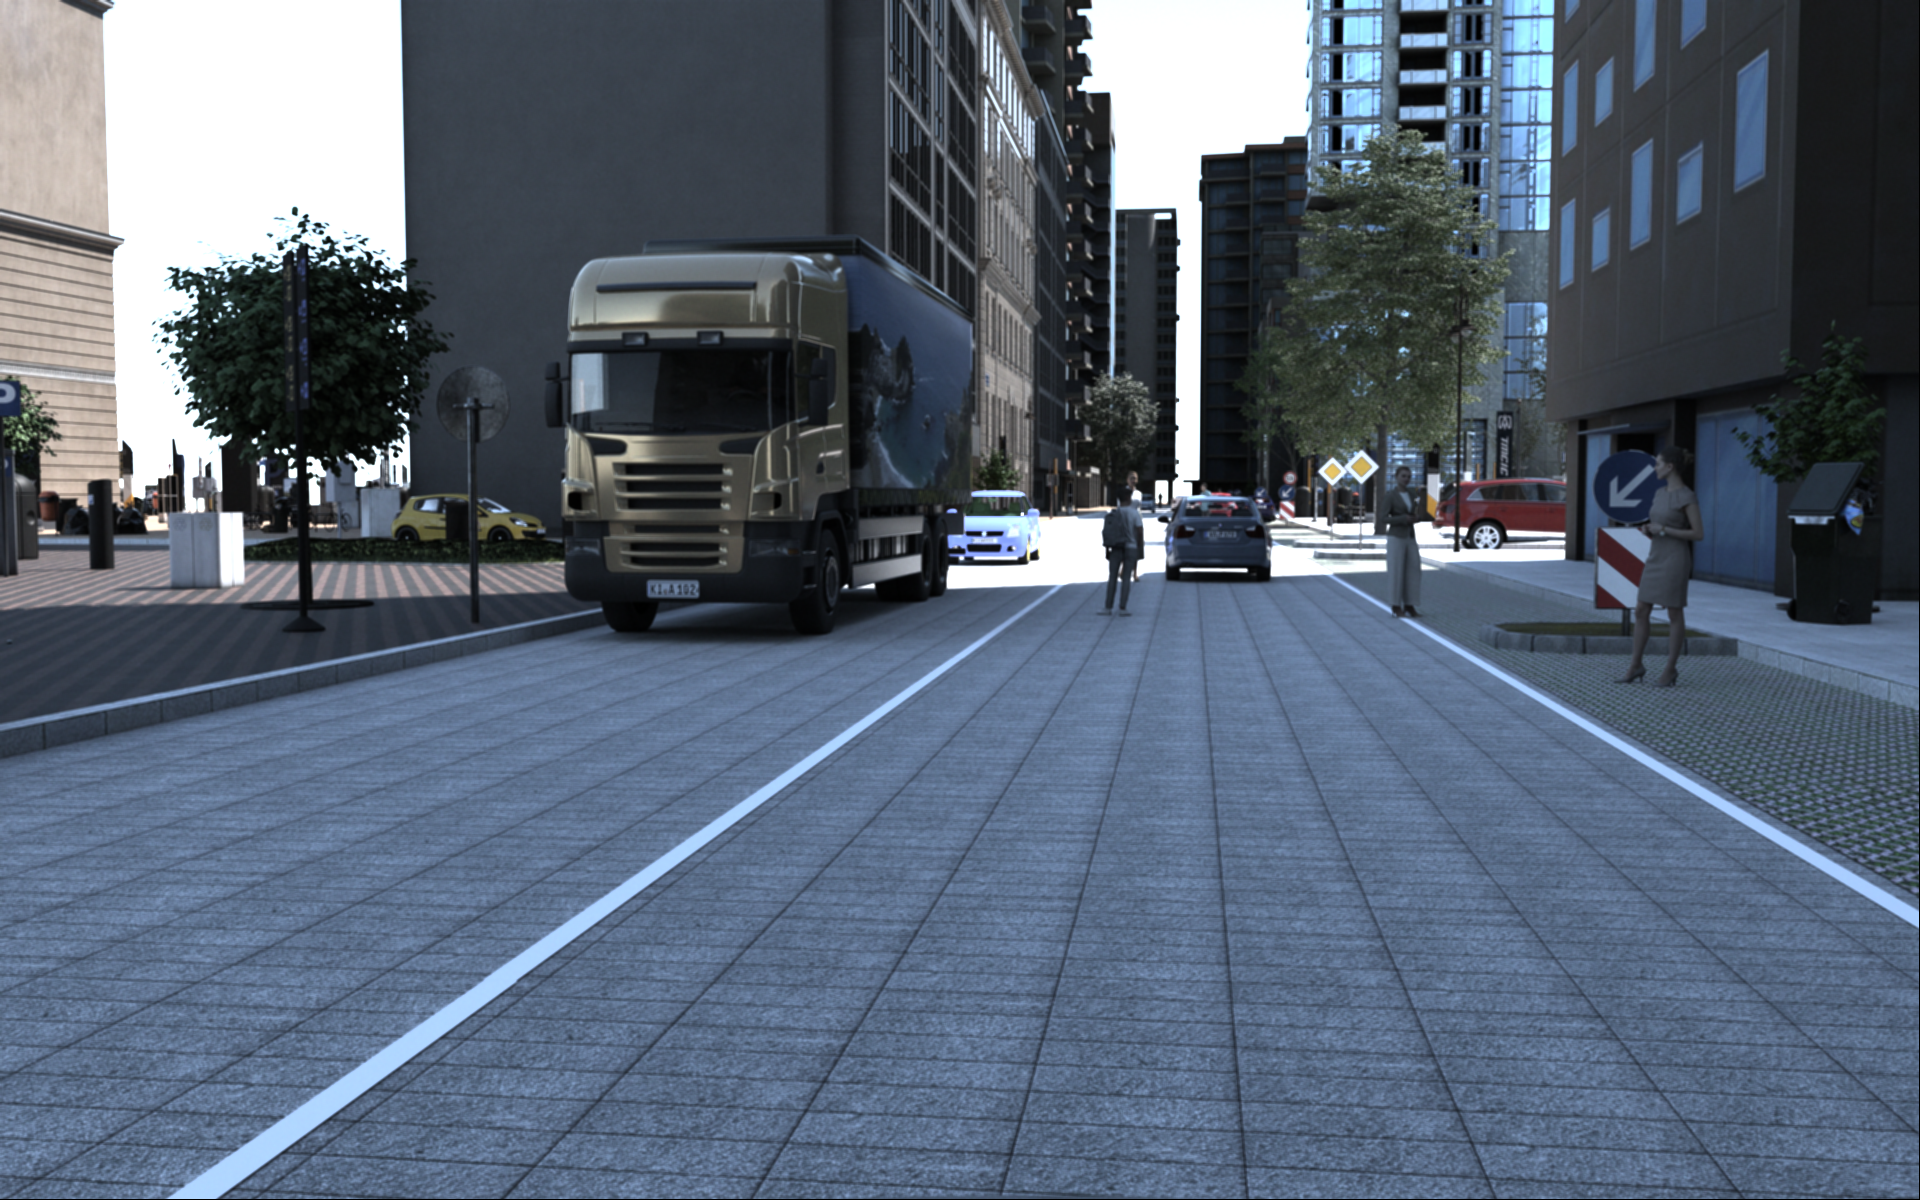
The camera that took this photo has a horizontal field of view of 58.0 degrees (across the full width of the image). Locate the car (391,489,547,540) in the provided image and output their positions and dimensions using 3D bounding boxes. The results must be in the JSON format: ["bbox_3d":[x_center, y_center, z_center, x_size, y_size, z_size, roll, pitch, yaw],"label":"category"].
[{"bbox_3d":[-12.953,-2.177,45.822,3.980,1.641,2.015,1,4,9],"label":"car"}]

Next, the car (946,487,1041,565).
[{"bbox_3d":[0.731,-1.634,36.309,1.945,1.707,3.694,0,4,8],"label":"car"}]

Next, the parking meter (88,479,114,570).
[{"bbox_3d":[-14.669,-1.295,29.577,0.372,1.533,0.369,0,3,0],"label":"parking meter"}]

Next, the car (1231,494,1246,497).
[{"bbox_3d":[21.705,-7.688,135.489,2.009,1.686,4.222,0,4,8],"label":"car"}]

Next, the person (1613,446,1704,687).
[{"bbox_3d":[5.168,-0.242,12.790,0.374,1.781,0.599,-1,4,-17],"label":"person"}]

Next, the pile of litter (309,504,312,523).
[{"bbox_3d":[-29.254,-3.941,78.401,1.719,0.858,1.176,2,4,28],"label":"pile of litter"}]

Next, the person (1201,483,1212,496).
[{"bbox_3d":[8.844,-3.260,61.826,0.620,1.820,0.660,-2,4,-35],"label":"person"}]

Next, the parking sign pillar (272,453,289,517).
[{"bbox_3d":[-38.175,-6.624,96.781,1.447,3.967,1.447,0,4,7],"label":"parking sign pillar"}]

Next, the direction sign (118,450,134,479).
[{"bbox_3d":[-43.434,-6.010,90.253,0.379,3.537,0.876,2,4,30],"label":"direction sign"}]

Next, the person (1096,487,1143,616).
[{"bbox_3d":[1.878,-0.571,20.424,0.503,1.515,0.523,-1,4,-19],"label":"person"}]

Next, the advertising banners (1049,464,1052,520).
[{"bbox_3d":[4.440,-5.436,85.060,0.090,3.025,2.074,0,4,5],"label":"advertising banners"}]

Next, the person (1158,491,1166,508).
[{"bbox_3d":[20.824,-10.372,178.610,0.750,1.759,0.617,-1,4,-17],"label":"person"}]

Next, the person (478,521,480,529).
[{"bbox_3d":[-12.393,-1.853,43.817,0.505,1.210,0.382,-1,4,-16],"label":"person"}]

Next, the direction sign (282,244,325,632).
[{"bbox_3d":[-6.163,-1.478,16.162,0.379,3.537,0.876,-2,4,-34],"label":"direction sign"}]

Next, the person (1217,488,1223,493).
[{"bbox_3d":[17.133,-6.486,114.458,0.656,1.842,0.836,-1,4,-14],"label":"person"}]

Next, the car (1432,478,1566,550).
[{"bbox_3d":[14.180,-2.034,41.933,5.304,1.827,2.281,1,4,10],"label":"car"}]

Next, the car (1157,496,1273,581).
[{"bbox_3d":[4.427,-1.100,29.991,2.014,1.417,4.499,0,4,6],"label":"car"}]

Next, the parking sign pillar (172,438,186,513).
[{"bbox_3d":[-37.829,-5.836,83.887,1.447,3.967,1.447,-1,4,-18],"label":"parking sign pillar"}]

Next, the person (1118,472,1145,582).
[{"bbox_3d":[2.791,-1.214,28.579,0.478,1.798,0.641,-1,4,-10],"label":"person"}]

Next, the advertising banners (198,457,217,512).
[{"bbox_3d":[-35.033,-5.165,80.629,0.090,3.025,2.074,-3,5,-43],"label":"advertising banners"}]

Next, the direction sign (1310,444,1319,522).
[{"bbox_3d":[16.107,-5.302,78.683,0.379,3.537,0.876,-1,4,-12],"label":"direction sign"}]

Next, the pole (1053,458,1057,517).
[{"bbox_3d":[5.428,-6.400,98.482,0.158,3.312,0.155,0,3,0],"label":"pole"}]

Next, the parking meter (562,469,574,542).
[{"bbox_3d":[-8.971,-2.074,39.626,0.255,1.863,0.399,-1,4,-12],"label":"parking meter"}]

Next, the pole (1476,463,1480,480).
[{"bbox_3d":[34.383,-7.413,115.051,0.158,3.312,0.155,0,3,0],"label":"pole"}]

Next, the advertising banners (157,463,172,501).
[{"bbox_3d":[-44.915,-6.219,97.873,0.090,3.025,2.074,0,4,-3],"label":"advertising banners"}]

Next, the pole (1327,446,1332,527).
[{"bbox_3d":[14.592,-4.552,68.266,0.158,3.312,0.155,0,3,0],"label":"pole"}]

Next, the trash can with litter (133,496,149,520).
[{"bbox_3d":[-40.433,-4.516,85.217,0.624,1.170,1.055,0,4,1],"label":"trash can with litter"}]

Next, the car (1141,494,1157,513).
[{"bbox_3d":[14.096,-7.394,132.887,2.014,1.417,4.499,0,4,6],"label":"car"}]

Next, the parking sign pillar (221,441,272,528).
[{"bbox_3d":[-27.555,-4.756,66.225,1.447,3.967,1.447,1,4,13],"label":"parking sign pillar"}]

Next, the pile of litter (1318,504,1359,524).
[{"bbox_3d":[16.332,-3.715,74.699,1.719,0.858,1.176,1,4,21],"label":"pile of litter"}]

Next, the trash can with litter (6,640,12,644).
[{"bbox_3d":[-9.224,-0.255,15.228,1.678,1.210,2.233,-2,4,-24],"label":"trash can with litter"}]

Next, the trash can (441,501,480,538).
[{"bbox_3d":[-10.045,-1.421,34.887,0.748,1.137,0.748,0,3,0],"label":"trash can"}]

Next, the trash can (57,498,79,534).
[{"bbox_3d":[-29.020,-2.728,56.257,0.748,1.137,0.748,0,3,0],"label":"trash can"}]

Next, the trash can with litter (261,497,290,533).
[{"bbox_3d":[-22.601,-2.794,57.064,1.055,1.170,0.624,2,4,25],"label":"trash can with litter"}]

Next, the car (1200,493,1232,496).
[{"bbox_3d":[10.415,-3.763,70.559,2.155,1.783,4.494,1,4,9],"label":"car"}]

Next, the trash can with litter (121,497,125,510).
[{"bbox_3d":[-34.672,-3.627,70.691,1.055,1.170,0.624,-1,4,-19],"label":"trash can with litter"}]

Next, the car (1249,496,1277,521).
[{"bbox_3d":[15.903,-4.867,92.161,1.945,1.354,3.894,1,4,9],"label":"car"}]

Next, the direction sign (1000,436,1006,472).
[{"bbox_3d":[1.671,-4.630,67.692,0.379,3.537,0.876,-1,4,-13],"label":"direction sign"}]

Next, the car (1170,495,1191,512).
[{"bbox_3d":[18.407,-7.998,143.126,2.083,1.381,4.827,0,4,8],"label":"car"}]

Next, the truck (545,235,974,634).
[{"bbox_3d":[-1.912,-1.976,21.214,2.839,4.237,11.283,1,4,9],"label":"truck"}]

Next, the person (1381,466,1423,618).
[{"bbox_3d":[5.133,-0.671,20.026,0.519,1.759,0.362,-2,4,-28],"label":"person"}]

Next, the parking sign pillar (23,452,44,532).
[{"bbox_3d":[-31.489,-4.246,57.890,1.447,3.967,1.447,-2,4,-33],"label":"parking sign pillar"}]

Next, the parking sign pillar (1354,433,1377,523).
[{"bbox_3d":[18.114,-5.381,76.448,1.447,3.967,1.447,1,4,11],"label":"parking sign pillar"}]
